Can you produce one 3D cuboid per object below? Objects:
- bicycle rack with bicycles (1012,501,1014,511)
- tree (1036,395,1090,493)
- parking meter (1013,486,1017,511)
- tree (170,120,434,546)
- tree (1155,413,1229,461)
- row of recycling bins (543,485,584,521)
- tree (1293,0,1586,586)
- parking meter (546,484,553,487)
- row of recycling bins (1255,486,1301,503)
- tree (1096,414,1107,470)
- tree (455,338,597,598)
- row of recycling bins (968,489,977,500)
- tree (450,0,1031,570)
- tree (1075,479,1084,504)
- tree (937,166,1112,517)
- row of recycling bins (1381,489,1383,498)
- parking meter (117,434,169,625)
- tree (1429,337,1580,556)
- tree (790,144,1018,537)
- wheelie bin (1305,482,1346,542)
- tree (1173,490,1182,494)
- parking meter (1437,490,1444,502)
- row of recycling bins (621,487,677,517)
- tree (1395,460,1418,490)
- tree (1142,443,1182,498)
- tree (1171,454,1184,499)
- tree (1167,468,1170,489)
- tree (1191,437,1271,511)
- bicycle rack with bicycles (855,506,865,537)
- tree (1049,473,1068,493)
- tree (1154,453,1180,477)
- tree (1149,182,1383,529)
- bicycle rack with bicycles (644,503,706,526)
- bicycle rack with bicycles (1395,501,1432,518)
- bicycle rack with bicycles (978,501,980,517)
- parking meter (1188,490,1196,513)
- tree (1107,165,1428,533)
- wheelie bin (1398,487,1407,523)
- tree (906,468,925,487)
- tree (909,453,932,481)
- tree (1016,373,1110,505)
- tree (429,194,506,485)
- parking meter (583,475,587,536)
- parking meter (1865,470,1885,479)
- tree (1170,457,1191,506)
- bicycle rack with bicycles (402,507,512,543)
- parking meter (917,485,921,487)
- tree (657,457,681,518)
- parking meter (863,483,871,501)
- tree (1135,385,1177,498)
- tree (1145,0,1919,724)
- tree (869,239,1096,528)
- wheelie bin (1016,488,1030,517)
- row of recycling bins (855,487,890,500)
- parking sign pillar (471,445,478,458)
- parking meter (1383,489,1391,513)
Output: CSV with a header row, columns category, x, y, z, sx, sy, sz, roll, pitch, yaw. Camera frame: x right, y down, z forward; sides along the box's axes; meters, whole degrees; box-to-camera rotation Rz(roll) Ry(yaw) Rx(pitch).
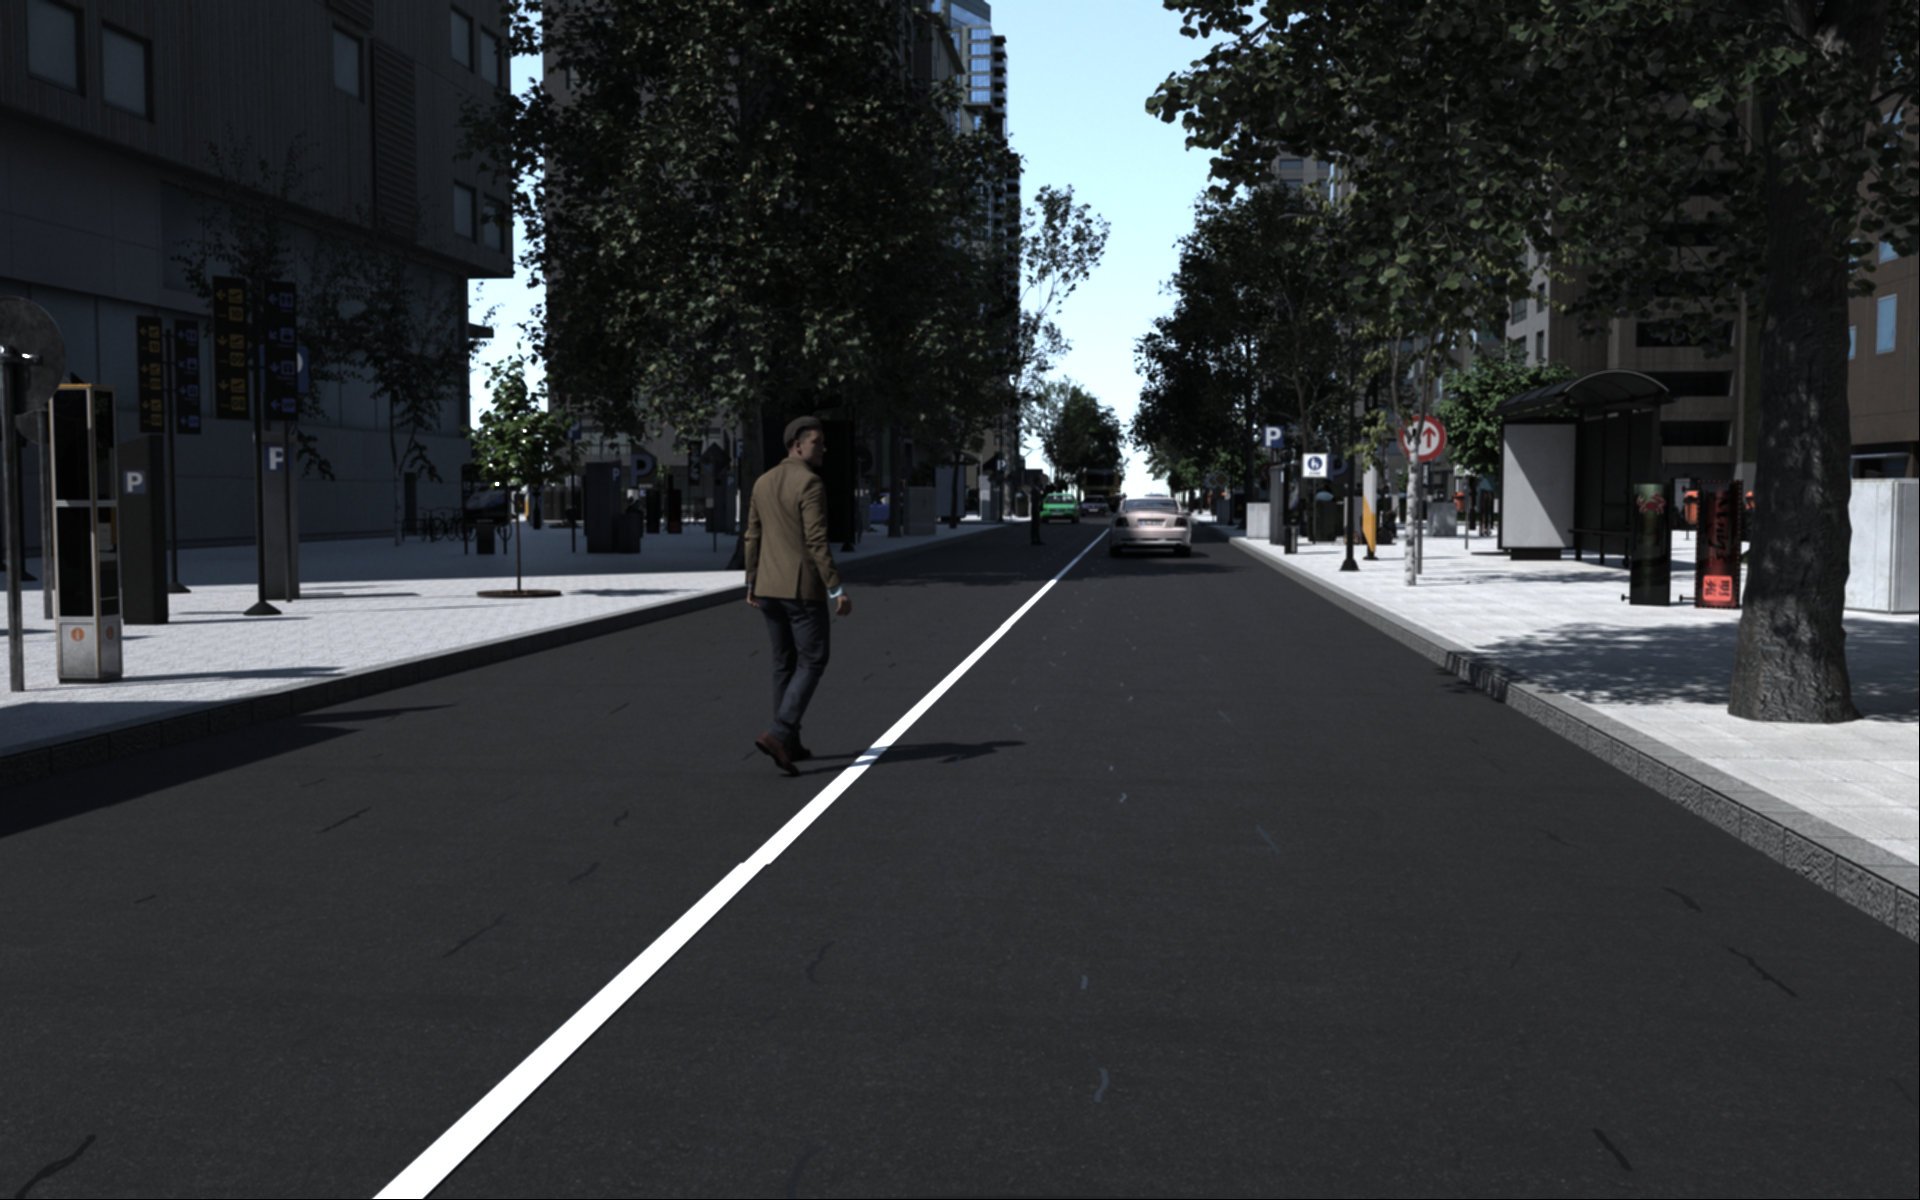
category,x,y,z,sx,sy,sz,roll,pitch,yaw
bicycle rack with bicycles,5.119,-8.475,151.955,2.852,0.926,2.925,2,4,32
tree,7.344,-10.906,128.678,4.360,8.622,3.978,0,3,0
parking meter,3.677,-6.504,112.047,0.399,1.863,0.255,3,5,43
tree,-13.731,-5.181,35.068,4.360,8.622,3.978,0,3,0
tree,22.853,-15.872,169.883,12.009,13.543,11.850,0,3,0
row of recycling bins,-18.726,-4.650,83.147,3.534,1.692,1.069,2,4,35
tree,6.479,-4.510,24.093,4.737,8.622,4.395,0,3,0
parking meter,-28.297,-6.957,119.454,0.255,1.863,0.399,1,4,11
row of recycling bins,16.867,-5.253,93.004,3.534,1.692,1.069,-2,4,-31
tree,12.736,-15.458,187.155,8.767,10.594,7.601,-1,4,-15
tree,-5.521,-1.650,21.587,1.663,3.219,1.824,0,3,0
row of recycling bins,1.119,-8.186,140.952,1.069,1.692,3.534,0,4,2
tree,-3.600,-6.875,29.408,9.611,12.733,9.660,0,3,0
tree,18.108,-15.835,242.623,4.285,4.588,4.351,0,3,0
tree,1.395,-14.832,98.386,12.611,20.169,13.585,0,3,0
row of recycling bins,32.994,-7.928,136.733,1.069,1.692,3.534,0,4,5
parking meter,-8.046,-0.692,17.028,0.399,1.863,0.255,0,4,5
tree,11.499,-3.229,36.510,4.285,4.588,4.351,0,3,0
tree,-2.345,-8.151,51.402,7.486,12.596,7.792,0,3,0
wheelie bin,9.697,-2.359,46.476,0.693,1.594,0.980,-2,4,-25
tree,30.306,-15.202,243.159,1.663,3.219,1.824,0,3,0
parking meter,27.560,-5.560,99.322,0.372,1.533,0.369,0,3,0
row of recycling bins,-17.090,-5.375,94.990,3.534,1.692,1.069,1,4,10
tree,25.054,-6.252,96.820,1.663,3.219,1.824,0,3,0
tree,28.908,-19.545,237.695,7.486,12.596,7.792,0,3,0
tree,26.964,-15.774,208.260,4.360,8.622,3.978,0,3,0
tree,18.324,-9.408,137.537,4.285,4.588,4.351,0,3,0
tree,13.776,-6.228,85.540,4.285,4.588,4.351,0,3,0
bicycle rack with bicycles,-4.163,-2.367,52.082,2.852,0.926,2.925,0,4,-8
tree,7.839,-8.959,141.074,1.663,3.219,1.824,0,3,0
tree,35.682,-22.165,288.149,9.928,11.665,9.643,0,3,0
tree,10.473,-8.922,62.890,9.611,12.733,9.660,0,3,0
bicycle rack with bicycles,-11.847,-3.409,69.127,2.925,0.926,2.852,3,5,44
bicycle rack with bicycles,24.780,-4.915,93.737,2.852,0.926,2.925,-3,5,-44
bicycle rack with bicycles,0.703,-5.040,95.783,2.852,0.926,2.925,1,4,10
parking meter,15.806,-6.735,118.531,0.372,1.533,0.369,0,3,0
tree,9.813,-7.031,49.375,7.601,10.594,8.767,3,4,36
wheelie bin,19.843,-4.228,77.031,0.693,1.594,0.980,2,4,23
tree,-3.366,-8.174,128.248,1.663,3.219,1.824,0,3,0
tree,-2.291,-9.401,137.413,4.285,4.588,4.351,0,3,0
tree,8.624,-13.709,149.899,9.928,11.665,9.643,0,3,0
tree,-13.543,-5.620,42.245,4.360,8.622,3.978,0,3,0
parking meter,-11.343,-2.905,53.213,0.255,1.863,0.399,3,5,43
parking meter,22.014,-2.201,41.704,0.255,1.863,0.399,-2,4,-24
tree,18.473,-8.925,129.635,4.285,4.588,4.351,0,3,0
bicycle rack with bicycles,-13.932,-2.075,47.309,2.852,0.926,2.925,-3,5,-41
parking meter,-2.788,-6.781,116.585,0.255,1.863,0.399,0,4,8
tree,-15.896,-5.938,91.690,1.663,3.219,1.824,0,3,0
parking meter,-4.853,-5.192,90.595,0.399,1.863,0.255,1,4,8
tree,31.190,-24.318,253.481,12.611,20.169,13.585,0,3,0
tree,4.719,-6.300,9.665,9.857,13.997,8.962,0,3,0
tree,-0.235,-7.927,64.012,8.767,10.594,7.601,-1,4,-8
wheelie bin,3.450,-5.348,95.345,0.693,1.594,0.980,1,4,14
row of recycling bins,-4.826,-5.842,102.637,3.534,1.692,1.069,0,4,0
parking sign pillar,-19.070,-4.808,67.076,1.447,3.967,1.447,2,4,27
parking meter,22.169,-4.988,89.968,0.372,1.533,0.369,0,3,0
